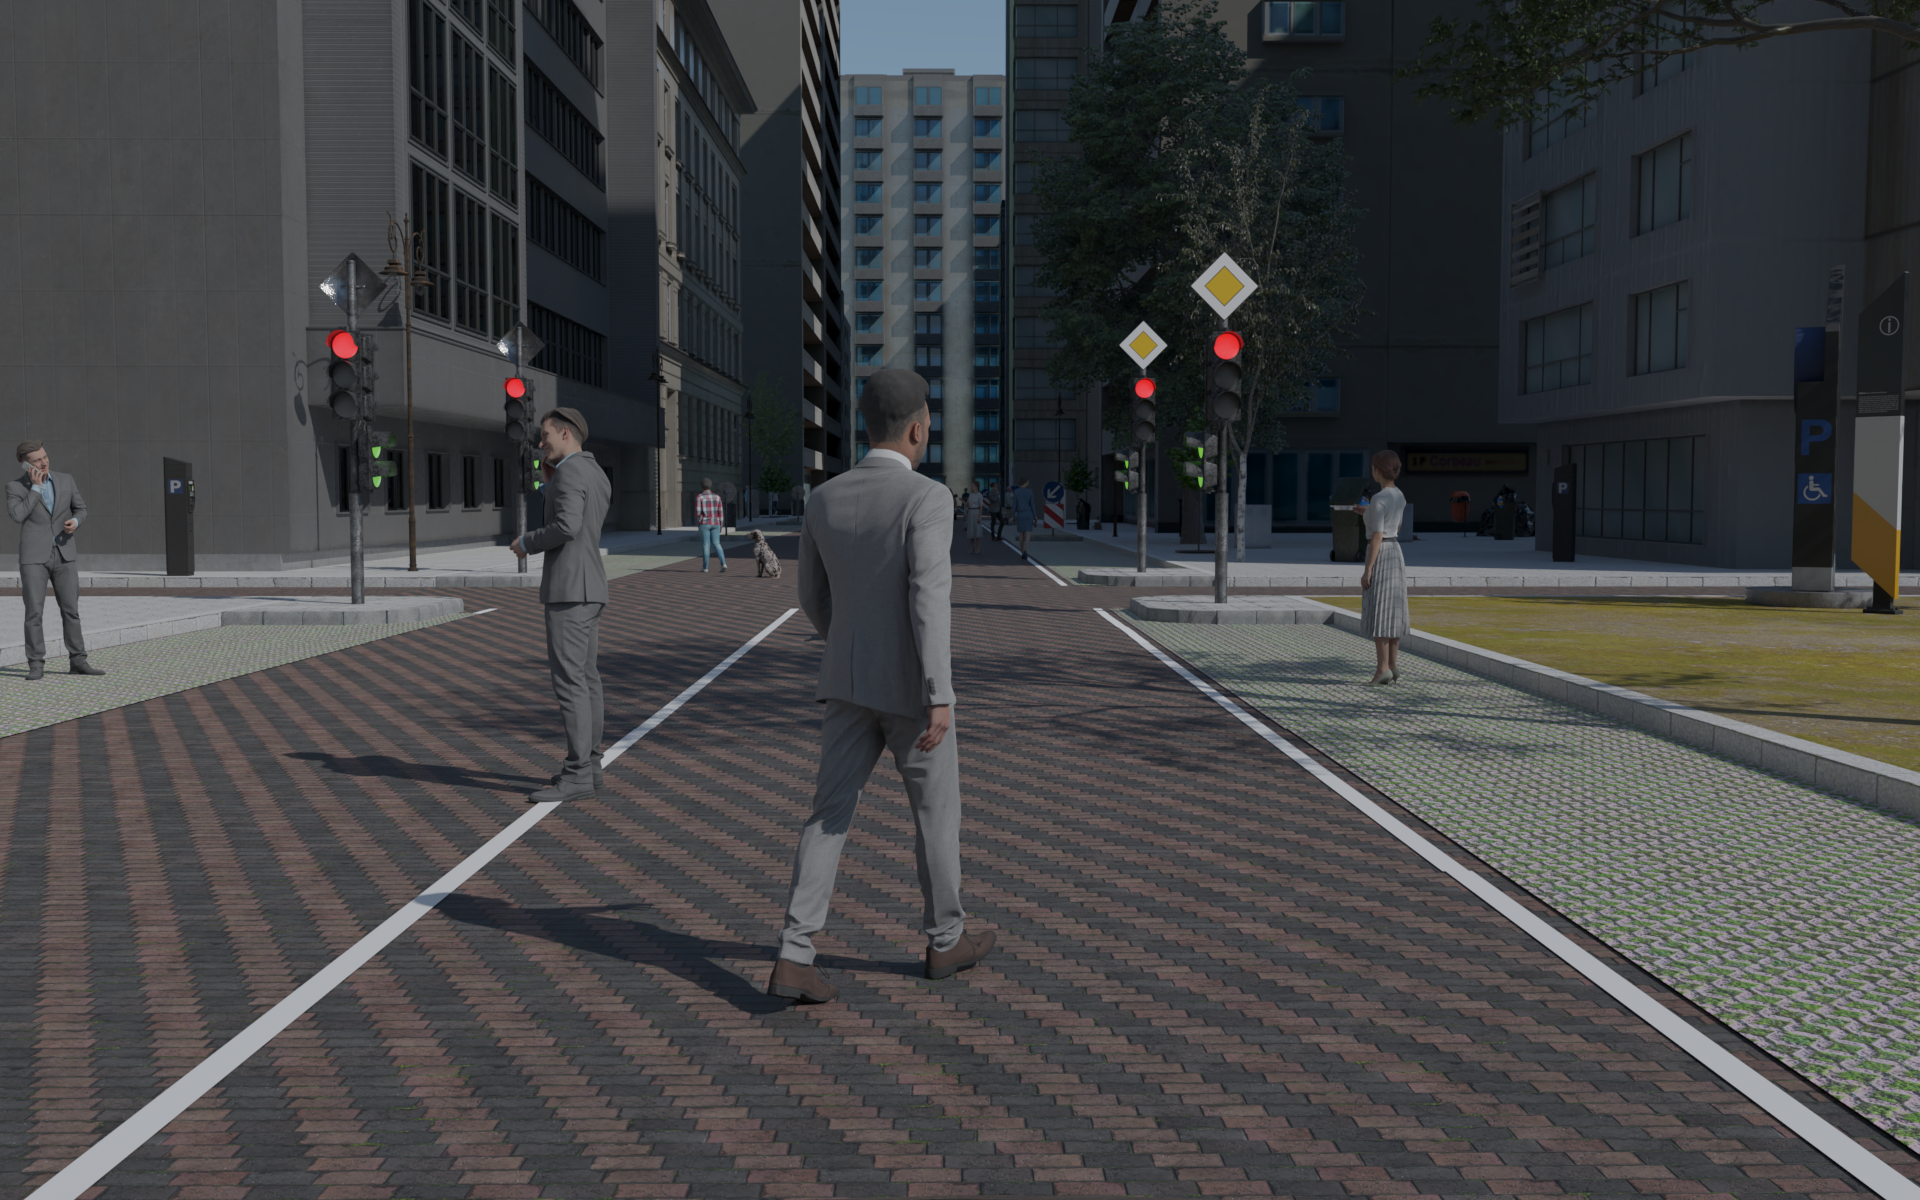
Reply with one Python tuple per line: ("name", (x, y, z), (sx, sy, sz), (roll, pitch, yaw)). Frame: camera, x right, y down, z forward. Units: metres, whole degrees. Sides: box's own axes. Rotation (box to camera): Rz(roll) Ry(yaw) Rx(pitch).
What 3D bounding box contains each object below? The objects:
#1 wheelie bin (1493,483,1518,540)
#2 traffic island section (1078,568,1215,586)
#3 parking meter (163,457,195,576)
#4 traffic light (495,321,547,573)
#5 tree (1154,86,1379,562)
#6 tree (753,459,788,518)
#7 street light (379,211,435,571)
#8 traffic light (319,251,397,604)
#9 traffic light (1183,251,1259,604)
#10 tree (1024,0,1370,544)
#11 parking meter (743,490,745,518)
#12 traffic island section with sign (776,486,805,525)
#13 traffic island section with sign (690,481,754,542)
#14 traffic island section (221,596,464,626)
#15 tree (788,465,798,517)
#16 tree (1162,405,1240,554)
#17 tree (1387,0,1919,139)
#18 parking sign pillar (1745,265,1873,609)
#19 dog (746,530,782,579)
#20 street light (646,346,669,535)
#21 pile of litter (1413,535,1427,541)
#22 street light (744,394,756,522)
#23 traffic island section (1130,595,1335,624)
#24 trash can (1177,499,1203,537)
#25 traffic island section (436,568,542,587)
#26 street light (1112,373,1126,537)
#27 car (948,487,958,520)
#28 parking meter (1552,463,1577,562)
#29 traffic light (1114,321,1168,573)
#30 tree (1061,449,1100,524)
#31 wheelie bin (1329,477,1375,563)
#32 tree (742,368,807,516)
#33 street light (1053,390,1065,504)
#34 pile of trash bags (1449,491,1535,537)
("wheelie bin", (15.240, -2.478, 48.417), (0.693, 1.594, 0.980), (1, 4, 17))
("traffic island section", (2.993, -0.371, 28.341), (2.009, 0.180, 2.903), (0, 4, -1))
("parking meter", (-12.208, -1.309, 27.112), (0.399, 1.863, 0.255), (0, 4, -4))
("traffic light", (-7.107, -2.396, 28.092), (0.839, 4.253, 0.868), (0, 4, -1))
("tree", (5.458, -5.021, 32.458), (4.360, 8.622, 3.978), (0, 3, 0))
("tree", (-10.438, -6.073, 93.889), (1.663, 3.219, 1.824), (0, 3, 0))
("street light", (-9.090, -3.414, 28.607), (0.468, 5.910, 1.993), (0, 4, -1))
("traffic light", (-7.013, -1.907, 20.107), (0.839, 4.253, 0.868), (0, 4, -1))
("traffic light", (3.048, -1.916, 20.242), (0.839, 4.253, 0.868), (0, 4, -1))
("tree", (6.033, -8.417, 44.269), (9.857, 13.997, 8.962), (0, 3, 0))
("parking meter", (-11.663, -5.139, 92.439), (0.372, 1.533, 0.369), (0, 3, 0))
("traffic island section with sign", (-7.439, -4.368, 80.052), (1.989, 1.847, 2.006), (0, 4, -1))
("traffic island section with sign", (-7.121, -2.704, 52.832), (1.989, 1.847, 2.006), (0, 4, -1))
("traffic island section", (-7.053, 0.125, 20.242), (2.009, 0.180, 2.903), (0, 4, -1))
("tree", (-10.067, -6.222, 96.328), (1.663, 3.219, 1.824), (0, 3, 0))
("tree", (5.126, -2.639, 37.754), (1.663, 3.219, 1.824), (0, 3, 0))
("tree", (5.765, -4.563, 9.017), (8.767, 10.594, 7.601), (-3, 5, -43))
("parking sign pillar", (9.899, -1.927, 19.979), (1.447, 3.967, 1.447), (2, 4, 28))
("dog", (-3.293, -0.783, 29.637), (0.513, 0.831, 0.800), (-2, 4, -24))
("street light", (-9.455, -4.986, 54.306), (0.468, 5.910, 1.993), (0, 4, -1))
("pile of litter", (12.210, -2.101, 48.321), (1.176, 0.858, 1.719), (-2, 4, -26))
("street light", (-9.746, -6.581, 80.391), (0.468, 5.910, 1.993), (0, 4, -1))
("traffic island section", (3.088, 0.118, 20.356), (2.009, 0.180, 2.903), (0, 4, -1))
("trash can", (6.558, -2.309, 49.405), (0.748, 1.137, 0.748), (0, 3, 0))
("traffic island section", (-7.147, -0.364, 28.226), (2.009, 0.180, 2.903), (0, 4, -1))
("street light", (4.653, -4.830, 51.765), (0.468, 5.910, 1.993), (0, 4, -1))
("car", (-1.232, -5.434, 97.511), (2.281, 1.827, 5.304), (0, 4, -2))
("parking meter", (11.420, -1.654, 32.755), (0.399, 1.863, 0.255), (3, 4, 39))
("traffic light", (2.953, -2.404, 28.226), (0.839, 4.253, 0.868), (0, 4, -1))
("tree", (5.154, -4.849, 73.879), (1.663, 3.219, 1.824), (0, 3, 0))
("wheelie bin", (7.391, -1.515, 32.680), (0.693, 1.594, 0.980), (-3, 5, -43))
("tree", (-11.014, -9.198, 100.750), (4.737, 8.622, 4.395), (0, 3, 0))
("street light", (4.431, -6.387, 77.210), (0.468, 5.910, 1.993), (0, 4, -1))
("pile of trash bags", (16.228, -2.582, 51.968), (3.447, 1.369, 1.912), (-1, 4, -18))
